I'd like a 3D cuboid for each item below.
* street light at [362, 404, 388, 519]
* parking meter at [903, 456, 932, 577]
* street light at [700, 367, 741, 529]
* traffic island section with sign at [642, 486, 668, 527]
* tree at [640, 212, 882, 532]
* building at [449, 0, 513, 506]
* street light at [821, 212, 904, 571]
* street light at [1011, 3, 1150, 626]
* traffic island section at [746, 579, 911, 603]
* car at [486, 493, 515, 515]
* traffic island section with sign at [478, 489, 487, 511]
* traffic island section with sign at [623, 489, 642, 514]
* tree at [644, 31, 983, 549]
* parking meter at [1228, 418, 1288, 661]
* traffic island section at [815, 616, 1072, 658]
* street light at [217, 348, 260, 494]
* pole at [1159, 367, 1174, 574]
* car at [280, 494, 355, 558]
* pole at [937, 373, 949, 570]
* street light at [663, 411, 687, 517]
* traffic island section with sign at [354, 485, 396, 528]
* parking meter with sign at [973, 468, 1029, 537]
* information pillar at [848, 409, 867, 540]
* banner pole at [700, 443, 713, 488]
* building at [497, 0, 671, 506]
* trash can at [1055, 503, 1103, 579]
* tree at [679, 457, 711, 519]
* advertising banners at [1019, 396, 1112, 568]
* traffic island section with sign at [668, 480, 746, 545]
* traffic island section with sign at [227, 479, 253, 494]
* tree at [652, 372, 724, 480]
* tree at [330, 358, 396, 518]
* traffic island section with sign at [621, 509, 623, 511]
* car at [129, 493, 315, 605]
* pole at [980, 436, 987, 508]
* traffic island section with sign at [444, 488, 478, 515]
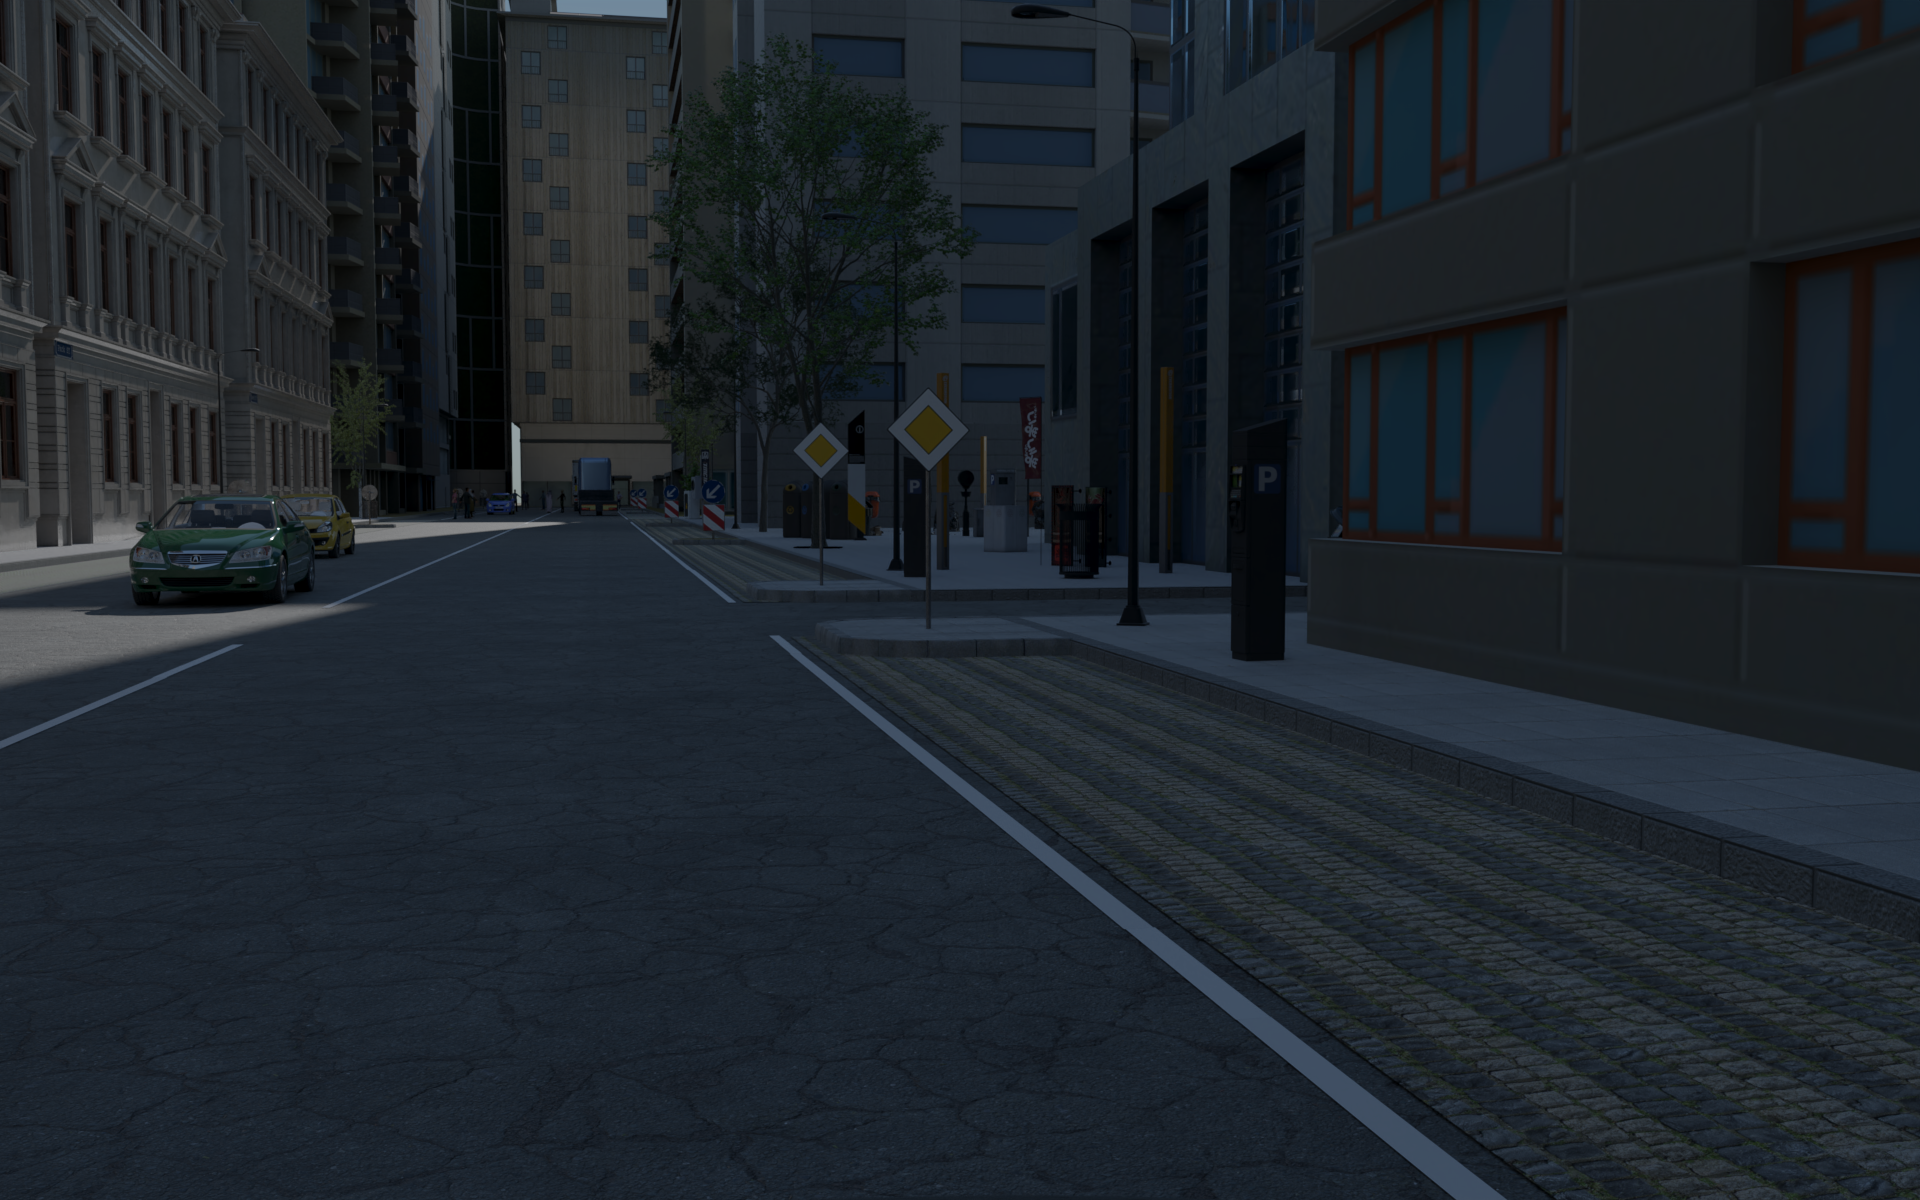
[{"bbox_3d":[-30.199,-7.148,89.412,1.470,5.913,1.316,-1,4,-12],"label":"street light"},{"bbox_3d":[-0.657,-1.286,26.735,0.399,1.863,0.255,1,4,13],"label":"parking meter"},{"bbox_3d":[-8.786,-5.563,63.499,1.470,5.913,1.316,-1,4,-12],"label":"street light"},{"bbox_3d":[-12.857,-4.141,76.327,1.989,1.847,2.006,-1,4,-12],"label":"traffic island section with sign"},{"bbox_3d":[-6.689,-7.551,57.873,8.767,10.594,7.601,0,4,1],"label":"tree"},{"bbox_3d":[-58.863,-45.564,183.222,20.611,71.187,20.563,-1,4,-12],"label":"building"},{"bbox_3d":[-1.594,-3.441,28.810,1.470,5.913,1.316,-1,4,-12],"label":"street light"},{"bbox_3d":[1.165,-2.700,16.690,1.470,5.913,1.316,-1,4,-12],"label":"street light"},{"bbox_3d":[-1.925,-0.125,24.327,2.009,0.180,2.903,-1,4,-12],"label":"traffic island section"},{"bbox_3d":[-31.901,-6.773,120.332,1.945,1.707,3.694,-1,4,-10],"label":"car"},{"bbox_3d":[-40.660,-8.522,147.956,1.989,1.847,2.006,-1,4,-12],"label":"traffic island section with sign"},{"bbox_3d":[-22.927,-7.071,124.233,1.989,1.847,2.006,-1,4,-12],"label":"traffic island section with sign"},{"bbox_3d":[-3.504,-7.018,40.499,9.928,11.665,9.643,0,3,0],"label":"tree"},{"bbox_3d":[2.295,-0.468,13.369,0.399,1.863,0.255,-1,4,-17],"label":"parking meter"},{"bbox_3d":[-0.282,0.353,16.512,2.009,0.180,2.903,-1,4,-12],"label":"traffic island section"},{"bbox_3d":[-23.013,-5.058,55.234,1.470,5.913,1.316,-1,4,-12],"label":"street light"},{"bbox_3d":[3.334,-2.086,27.953,0.158,3.312,0.155,0,3,0],"label":"pole"},{"bbox_3d":[-14.941,-1.798,39.624,2.015,1.641,3.980,-1,4,-12],"label":"car"},{"bbox_3d":[-0.289,-2.166,29.252,0.158,3.312,0.155,0,3,0],"label":"pole"},{"bbox_3d":[-15.991,-7.647,97.565,1.470,5.913,1.316,-1,4,-12],"label":"street light"},{"bbox_3d":[-24.969,-3.955,73.299,1.989,1.847,2.006,-1,4,-12],"label":"traffic island section with sign"},{"bbox_3d":[1.263,-3.386,51.622,1.738,3.016,0.543,-1,4,-19],"label":"parking meter with sign"},{"bbox_3d":[-2.846,-3.456,47.858,0.504,3.616,0.183,-1,4,-15],"label":"information pillar"},{"bbox_3d":[-12.374,-5.815,85.100,0.863,3.779,0.401,2,4,24],"label":"banner pole"},{"bbox_3d":[-36.144,-36.904,192.618,27.495,52.752,28.713,-1,4,-12],"label":"building"},{"bbox_3d":[1.813,-0.898,26.343,0.748,1.137,0.748,0,3,0],"label":"trash can"},{"bbox_3d":[-13.861,-5.863,90.464,1.663,3.219,1.824,0,3,0],"label":"tree"},{"bbox_3d":[1.845,-2.115,30.767,2.074,3.025,0.090,3,5,42],"label":"advertising banners"},{"bbox_3d":[-7.175,-2.486,49.278,1.989,1.847,2.006,-1,4,-12],"label":"traffic island section with sign"},{"bbox_3d":[-19.306,-2.309,46.382,1.989,1.847,2.006,-1,4,-12],"label":"traffic island section with sign"},{"bbox_3d":[-16.044,-9.321,102.755,4.737,8.622,4.395,0,3,0],"label":"tree"},{"bbox_3d":[-32.357,-8.696,92.535,4.737,8.622,4.395,0,3,0],"label":"tree"},{"bbox_3d":[-28.478,-8.684,150.613,1.989,1.847,2.006,-1,4,-12],"label":"traffic island section with sign"},{"bbox_3d":[-10.101,-0.744,23.957,2.131,1.459,4.920,-1,4,-13],"label":"car"},{"bbox_3d":[0.829,-4.119,61.183,0.158,3.312,0.155,0,3,0],"label":"pole"},{"bbox_3d":[-35.074,-6.895,121.365,1.989,1.847,2.006,-1,4,-12],"label":"traffic island section with sign"}]
